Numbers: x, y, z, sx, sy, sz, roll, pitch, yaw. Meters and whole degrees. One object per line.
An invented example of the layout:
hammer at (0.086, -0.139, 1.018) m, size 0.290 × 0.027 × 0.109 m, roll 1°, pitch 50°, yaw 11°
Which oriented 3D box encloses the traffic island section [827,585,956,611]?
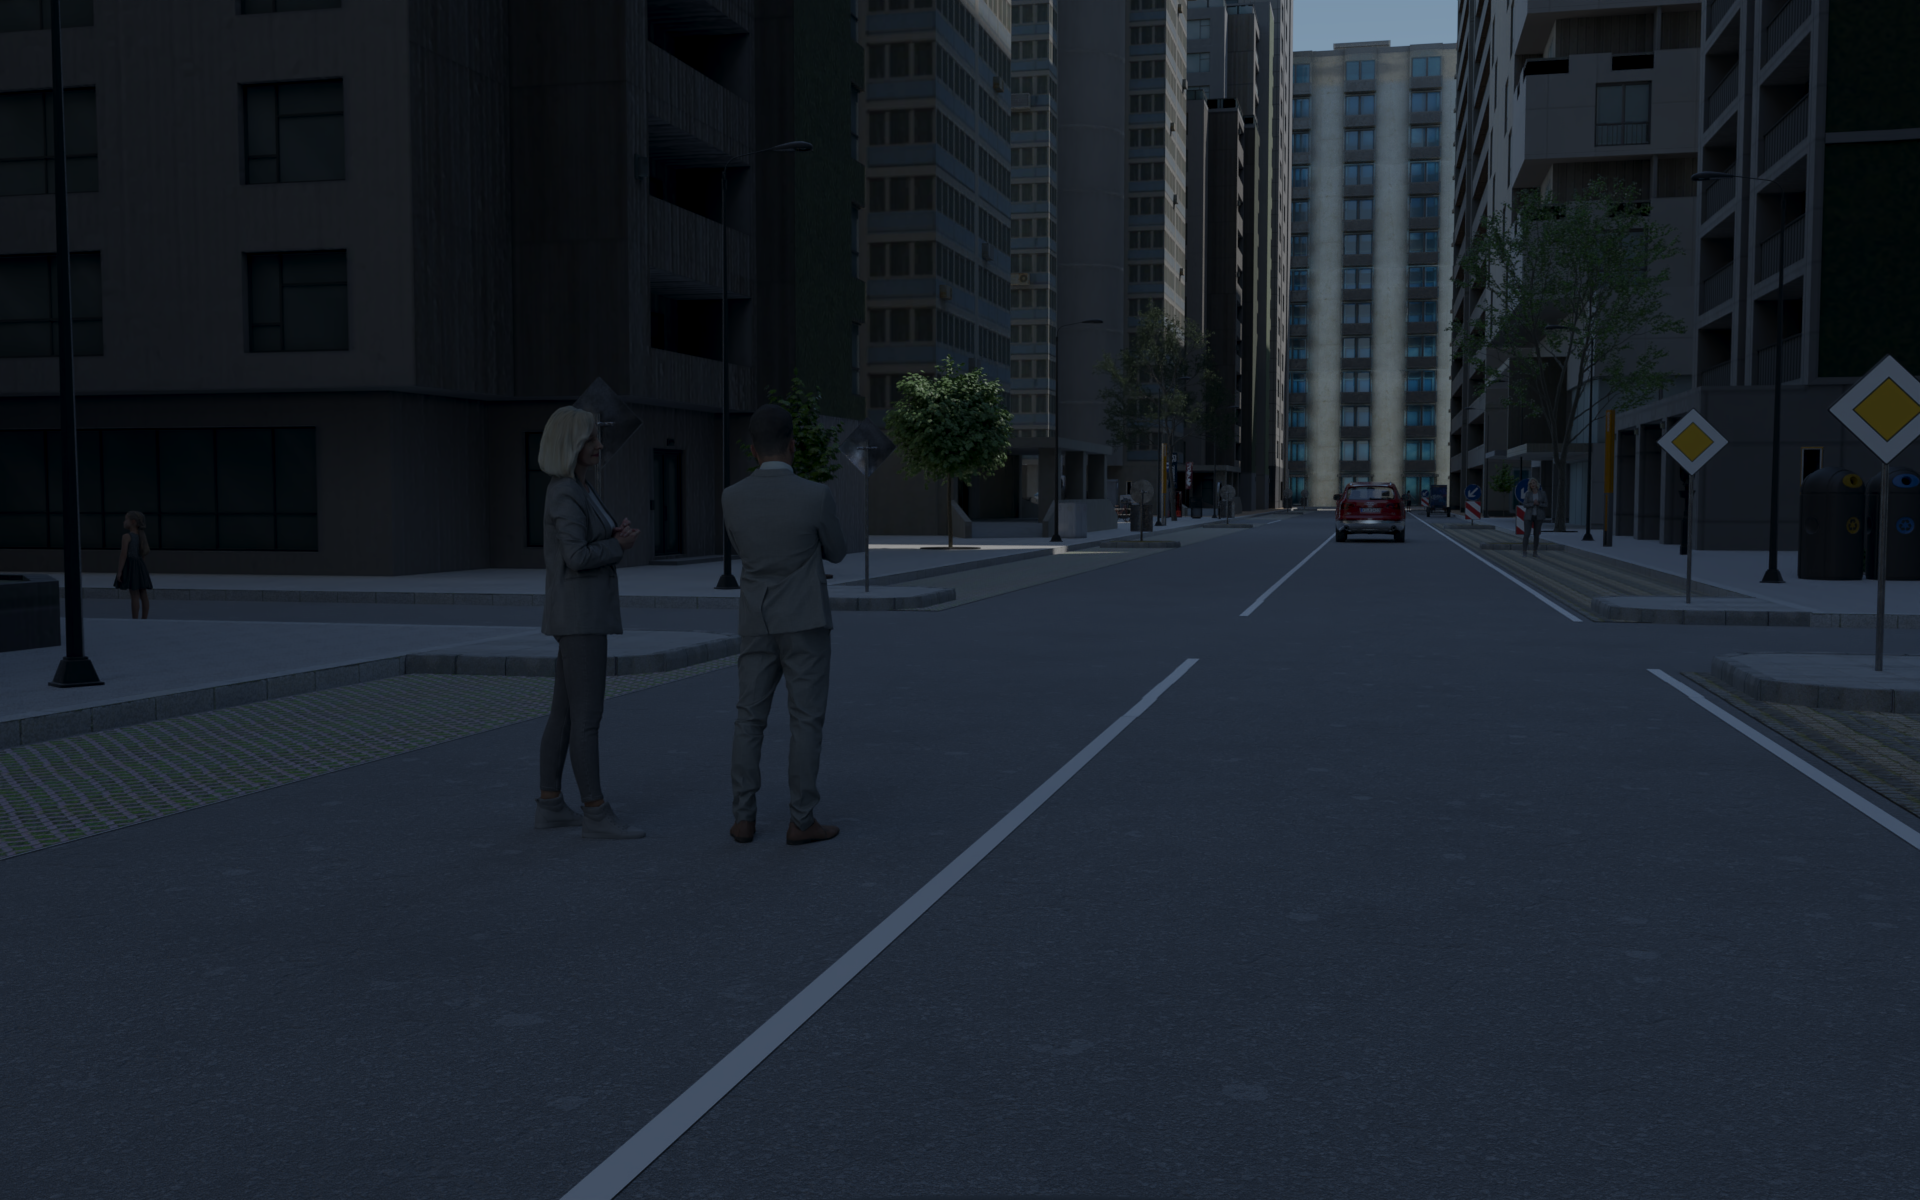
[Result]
traffic island section at (-1.241, -0.026, 22.703) m, size 2.009 × 0.180 × 2.903 m, roll 1°, pitch 4°, yaw 14°

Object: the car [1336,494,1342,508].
car at (33.847, -8.703, 151.335) m, size 2.155 × 1.783 × 4.494 m, roll 1°, pitch 4°, yaw 14°

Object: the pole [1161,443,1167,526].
pole at (8.229, -4.647, 69.827) m, size 0.158 × 3.312 × 0.155 m, roll 0°, pitch 3°, yaw 0°

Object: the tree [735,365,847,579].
tree at (-2.571, -1.932, 26.184) m, size 1.663 × 3.219 × 1.824 m, roll 0°, pitch 3°, yaw 0°

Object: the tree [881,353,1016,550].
tree at (-0.221, -3.477, 40.564) m, size 4.285 × 4.588 × 4.351 m, roll 0°, pitch 3°, yaw 0°

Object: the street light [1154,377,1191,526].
street light at (8.452, -5.892, 68.871) m, size 1.470 × 5.913 × 1.316 m, roll 1°, pitch 4°, yaw 14°

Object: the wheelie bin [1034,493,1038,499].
wheelie bin at (3.725, -4.149, 75.749) m, size 0.980 × 1.594 × 0.693 m, roll 0°, pitch 4°, yaw 5°

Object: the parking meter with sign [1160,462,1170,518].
parking meter with sign at (11.002, -5.934, 93.276) m, size 0.543 × 3.016 × 1.738 m, roll 1°, pitch 4°, yaw 19°

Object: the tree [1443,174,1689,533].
tree at (20.094, -8.074, 57.768) m, size 9.928 × 11.665 × 9.643 m, roll 0°, pitch 3°, yaw 0°

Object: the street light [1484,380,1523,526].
street light at (22.212, -5.978, 70.276) m, size 1.470 × 5.913 × 1.316 m, roll 1°, pitch 4°, yaw 14°

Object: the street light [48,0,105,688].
street light at (-5.405, -2.371, 11.309) m, size 1.470 × 5.913 × 1.316 m, roll 1°, pitch 4°, yaw 14°

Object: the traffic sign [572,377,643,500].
traffic sign at (-3.098, -0.687, 14.874) m, size 0.795 × 2.450 × 0.064 m, roll 1°, pitch 4°, yaw 14°

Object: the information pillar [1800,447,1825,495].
information pillar at (13.325, -1.384, 27.118) m, size 0.304 × 2.012 × 0.304 m, roll 2°, pitch 4°, yaw 31°

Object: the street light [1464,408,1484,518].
street light at (27.732, -7.362, 92.903) m, size 1.470 × 5.913 × 1.316 m, roll 1°, pitch 4°, yaw 14°

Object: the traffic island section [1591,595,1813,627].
traffic island section at (8.566, 0.119, 20.328) m, size 2.009 × 0.180 × 2.903 m, roll 1°, pitch 4°, yaw 14°

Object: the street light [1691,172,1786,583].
street light at (11.230, -3.209, 25.008) m, size 1.470 × 5.913 × 1.316 m, roll 1°, pitch 4°, yaw 14°

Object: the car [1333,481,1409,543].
car at (12.539, -2.704, 52.890) m, size 2.281 × 1.827 × 5.304 m, roll 1°, pitch 4°, yaw 14°

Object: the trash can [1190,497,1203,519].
trash can at (12.333, -4.809, 90.281) m, size 0.748 × 1.137 × 0.748 m, roll 0°, pitch 3°, yaw 0°

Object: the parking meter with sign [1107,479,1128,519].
parking meter with sign at (7.893, -5.751, 90.288) m, size 1.738 × 3.016 × 0.543 m, roll 1°, pitch 4°, yaw 19°

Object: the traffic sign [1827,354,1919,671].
traffic sign at (6.660, -0.541, 12.496) m, size 0.795 × 2.450 × 0.064 m, roll 1°, pitch 4°, yaw 14°

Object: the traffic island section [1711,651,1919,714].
traffic island section at (6.684, 0.594, 12.568) m, size 2.009 × 0.180 × 2.903 m, roll 1°, pitch 4°, yaw 14°

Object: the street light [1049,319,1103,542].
street light at (3.110, -4.505, 46.201) m, size 1.470 × 5.913 × 1.316 m, roll 1°, pitch 4°, yaw 14°

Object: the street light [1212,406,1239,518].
street light at (14.017, -7.275, 91.487) m, size 1.470 × 5.913 × 1.316 m, roll 1°, pitch 4°, yaw 14°

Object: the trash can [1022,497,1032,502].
trash can at (3.026, -4.274, 81.526) m, size 0.748 × 1.137 × 0.748 m, roll 0°, pitch 3°, yaw 0°

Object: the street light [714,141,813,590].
street light at (-2.617, -3.092, 23.101) m, size 1.470 × 5.913 × 1.316 m, roll 1°, pitch 4°, yaw 14°

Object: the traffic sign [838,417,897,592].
traffic sign at (-1.216, -1.162, 22.635) m, size 0.795 × 2.450 × 0.064 m, roll 1°, pitch 4°, yaw 14°

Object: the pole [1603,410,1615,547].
pole at (15.776, -2.951, 42.093) m, size 0.158 × 3.312 × 0.155 m, roll 0°, pitch 3°, yaw 0°

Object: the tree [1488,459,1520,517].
tree at (29.967, -6.165, 95.405) m, size 1.663 × 3.219 × 1.824 m, roll 0°, pitch 3°, yaw 0°

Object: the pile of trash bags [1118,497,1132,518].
pile of trash bags at (8.300, -5.131, 93.645) m, size 1.912 × 1.369 × 3.447 m, roll 1°, pitch 4°, yaw 22°

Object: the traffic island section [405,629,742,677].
traffic island section at (-3.123, 0.449, 14.942) m, size 2.009 × 0.180 × 2.903 m, roll 1°, pitch 4°, yaw 14°

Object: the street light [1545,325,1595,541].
street light at (16.761, -4.593, 47.632) m, size 1.470 × 5.913 × 1.316 m, roll 1°, pitch 4°, yaw 14°

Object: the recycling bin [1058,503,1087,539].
recycling bin at (3.225, -2.316, 50.423) m, size 0.722 × 1.027 × 0.722 m, roll 2°, pitch 4°, yaw 34°

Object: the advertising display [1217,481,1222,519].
advertising display at (13.293, -5.108, 88.729) m, size 0.123 × 1.923 × 0.974 m, roll 0°, pitch 4°, yaw 2°

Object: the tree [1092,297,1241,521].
tree at (9.891, -9.048, 82.349) m, size 7.601 × 10.594 × 8.767 m, roll 1°, pitch 4°, yaw 19°

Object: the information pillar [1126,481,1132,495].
information pillar at (9.516, -5.693, 97.570) m, size 0.304 × 2.012 × 0.304 m, roll 0°, pitch 4°, yaw 4°

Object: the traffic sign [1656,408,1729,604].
traffic sign at (8.542, -1.016, 20.257) m, size 0.795 × 2.450 × 0.064 m, roll 1°, pitch 4°, yaw 14°
